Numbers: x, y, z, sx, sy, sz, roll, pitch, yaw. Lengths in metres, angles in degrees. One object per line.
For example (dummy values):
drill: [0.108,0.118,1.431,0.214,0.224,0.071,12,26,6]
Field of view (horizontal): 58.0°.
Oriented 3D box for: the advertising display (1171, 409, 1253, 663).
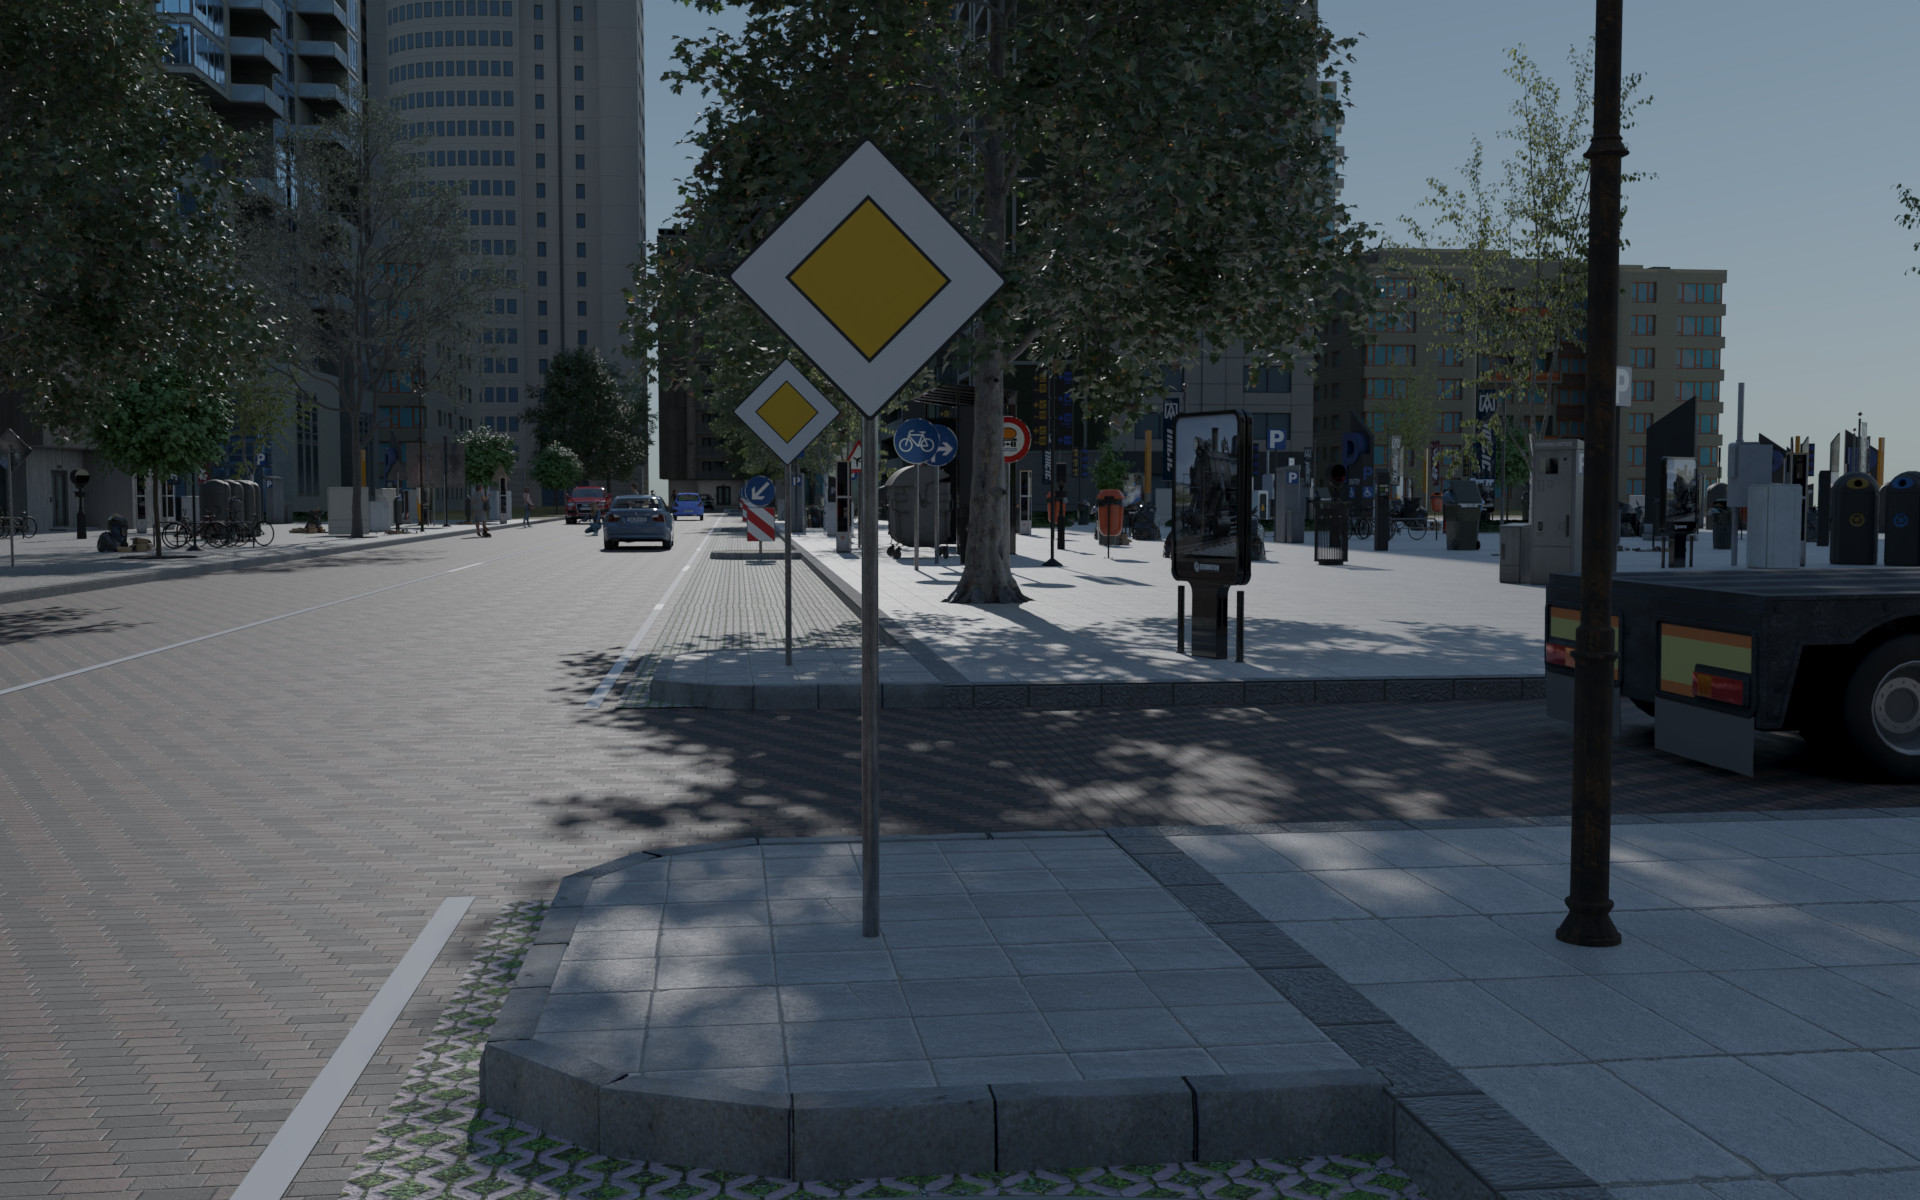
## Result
advertising display: [1.957,-0.509,13.542,0.123,1.923,0.974,-2,4,-24]

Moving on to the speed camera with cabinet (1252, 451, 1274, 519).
speed camera with cabinet: [13.899,-5.193,79.243,0.660,3.252,2.038,3,4,39]

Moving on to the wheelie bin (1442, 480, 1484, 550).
wheelie bin: [11.467,-1.940,39.632,0.980,1.594,0.693,-1,4,-12]

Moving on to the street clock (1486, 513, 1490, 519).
street clock: [22.944,-4.324,75.270,0.471,2.002,0.358,-2,4,-26]

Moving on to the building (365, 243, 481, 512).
building: [-53.948,-17.674,134.008,28.899,21.520,27.650,0,4,-7]

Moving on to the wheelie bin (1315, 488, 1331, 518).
wheelie bin: [17.532,-4.666,84.196,0.980,1.594,0.693,-1,4,-23]

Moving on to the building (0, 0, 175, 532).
building: [-36.852,-17.591,59.308,14.160,30.474,14.107,0,4,-7]

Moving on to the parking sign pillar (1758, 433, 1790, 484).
parking sign pillar: [35.479,-5.334,75.690,1.447,3.967,1.447,-3,5,-42]

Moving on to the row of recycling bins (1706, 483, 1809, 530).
row of recycling bins: [28.485,-3.354,61.953,3.534,1.692,1.069,0,4,-1]

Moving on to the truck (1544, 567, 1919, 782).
truck: [13.062,-1.260,10.354,18.799,4.110,2.967,0,4,-5]

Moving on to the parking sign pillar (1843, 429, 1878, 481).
parking sign pillar: [37.452,-5.105,71.937,1.447,3.967,1.447,1,4,11]

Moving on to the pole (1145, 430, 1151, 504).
pole: [6.020,-3.770,55.476,0.158,3.312,0.155,0,3,0]

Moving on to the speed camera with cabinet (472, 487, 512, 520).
speed camera with cabinet: [-23.131,-5.577,85.520,0.660,3.252,2.038,2,4,35]

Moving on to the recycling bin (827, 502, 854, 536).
recycling bin: [-3.646,-2.462,52.809,0.722,1.027,0.722,0,4,6]

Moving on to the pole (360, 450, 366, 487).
pole: [-27.388,-5.241,79.536,0.158,3.312,0.155,0,3,0]

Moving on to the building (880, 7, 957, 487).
building: [4.808,-31.798,143.600,21.300,48.544,21.600,0,4,-7]

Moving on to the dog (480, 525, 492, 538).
dog: [-15.608,-2.240,56.818,0.550,0.427,0.748,1,4,11]

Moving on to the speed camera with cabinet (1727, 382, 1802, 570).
speed camera with cabinet: [13.969,-2.187,30.086,0.660,3.252,2.038,0,4,5]

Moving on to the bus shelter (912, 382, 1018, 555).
bus shelter: [0.034,-2.954,39.576,1.731,3.624,6.357,0,4,-8]

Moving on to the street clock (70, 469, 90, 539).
street clock: [-25.079,-2.742,49.401,0.358,2.002,0.471,2,4,28]

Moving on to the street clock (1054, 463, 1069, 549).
street clock: [2.345,-2.175,40.133,0.358,2.002,0.471,0,4,4]

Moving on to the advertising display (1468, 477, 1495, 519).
advertising display: [19.448,-3.635,64.638,0.974,1.923,0.123,0,4,5]

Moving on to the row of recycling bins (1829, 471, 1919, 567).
row of recycling bins: [17.159,-1.432,30.533,1.069,1.692,3.534,-3,4,-37]

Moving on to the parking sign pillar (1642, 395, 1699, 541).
parking sign pillar: [19.614,-3.624,47.721,1.447,3.967,1.447,3,5,40]

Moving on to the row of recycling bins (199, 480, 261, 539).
row of recycling bins: [-21.310,-2.667,50.725,1.069,1.692,3.534,0,4,-5]

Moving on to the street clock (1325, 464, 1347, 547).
street clock: [9.056,-2.275,41.773,0.471,2.002,0.358,-2,4,-25]

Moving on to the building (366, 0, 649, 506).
building: [-48.343,-39.475,187.416,28.212,58.520,21.231,0,4,-7]

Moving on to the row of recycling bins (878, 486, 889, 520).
row of recycling bins: [-3.174,-4.909,87.372,1.069,1.692,3.534,2,4,25]

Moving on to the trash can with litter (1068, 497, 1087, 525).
trash can with litter: [4.842,-3.663,71.284,1.055,1.170,0.624,1,4,10]

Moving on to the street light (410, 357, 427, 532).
street light: [-18.261,-5.251,58.647,0.468,5.910,1.993,0,4,-7]

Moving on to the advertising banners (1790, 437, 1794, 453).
advertising banners: [25.579,-3.510,53.576,0.090,3.025,2.074,1,4,18]

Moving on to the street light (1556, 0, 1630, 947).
street light: [1.811,-1.959,4.810,0.468,5.910,1.993,0,4,-7]

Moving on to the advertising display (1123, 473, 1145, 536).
advertising display: [5.326,-2.930,53.116,0.123,1.923,0.974,-2,4,-29]

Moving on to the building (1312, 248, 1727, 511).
building: [42.926,-18.380,145.545,28.899,21.520,27.650,0,4,-7]

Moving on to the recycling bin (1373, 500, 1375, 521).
recycling bin: [18.546,-3.975,77.543,0.722,1.027,0.722,1,4,10]

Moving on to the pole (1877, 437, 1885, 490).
pole: [33.079,-4.184,62.253,0.158,3.312,0.155,0,3,0]

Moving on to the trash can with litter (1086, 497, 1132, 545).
trash can with litter: [3.801,-1.955,43.349,0.624,1.170,1.055,3,5,43]

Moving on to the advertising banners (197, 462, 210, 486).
advertising banners: [-24.827,-3.818,58.609,2.074,3.025,0.090,-1,4,-9]

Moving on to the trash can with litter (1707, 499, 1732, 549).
trash can with litter: [17.793,-1.776,40.425,0.624,1.170,1.055,2,4,27]

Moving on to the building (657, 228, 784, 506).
building: [-25.593,-25.445,187.732,14.107,30.474,14.160,0,4,-7]

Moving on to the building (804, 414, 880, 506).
building: [-4.098,-35.173,194.689,30.456,49.044,23.786,0,4,-7]

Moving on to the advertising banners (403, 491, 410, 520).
advertising banners: [-25.367,-5.085,79.329,0.090,3.025,2.074,0,4,-3]

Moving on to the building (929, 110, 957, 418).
building: [4.477,-21.656,125.771,14.160,30.474,14.107,0,4,-7]

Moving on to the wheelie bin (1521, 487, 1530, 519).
wheelie bin: [26.513,-4.440,80.494,0.980,1.594,0.693,3,5,40]

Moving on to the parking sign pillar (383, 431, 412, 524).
parking sign pillar: [-24.016,-5.196,73.419,1.447,3.967,1.447,-2,4,-33]

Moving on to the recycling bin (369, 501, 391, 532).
recycling bin: [-19.974,-2.864,59.373,0.722,1.027,0.722,-2,4,-34]

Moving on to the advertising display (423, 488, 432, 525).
advertising display: [-22.441,-4.120,72.577,0.974,1.923,0.123,3,5,41]

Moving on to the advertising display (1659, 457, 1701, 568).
advertising display: [12.515,-1.527,30.174,0.974,1.923,0.123,-2,4,-35]

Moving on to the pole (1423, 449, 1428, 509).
pole: [20.870,-5.129,77.703,0.158,3.312,0.155,0,3,0]

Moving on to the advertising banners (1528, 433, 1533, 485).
advertising banners: [17.102,-3.339,50.772,0.090,3.025,2.074,3,5,43]

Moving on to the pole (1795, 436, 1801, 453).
pole: [29.332,-4.090,60.722,0.158,3.312,0.155,0,3,0]

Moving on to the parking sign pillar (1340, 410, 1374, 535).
parking sign pillar: [12.556,-4.048,54.652,1.447,3.967,1.447,-1,4,-16]

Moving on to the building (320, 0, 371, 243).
building: [-73.367,-45.549,182.973,20.611,71.187,20.563,0,4,-7]

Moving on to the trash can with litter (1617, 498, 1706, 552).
trash can with litter: [15.383,-1.701,38.870,2.233,1.210,1.678,-1,4,-11]

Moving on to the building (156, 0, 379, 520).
building: [-45.972,-47.965,96.900,22.319,86.520,31.000,0,4,-7]

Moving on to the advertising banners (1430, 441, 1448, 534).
advertising banners: [15.845,-3.666,56.127,0.090,3.025,2.074,-1,4,-20]

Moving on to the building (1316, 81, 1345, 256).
building: [27.263,-35.428,198.858,30.456,49.044,23.786,0,4,-7]

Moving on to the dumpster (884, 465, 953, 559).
dumpster: [-0.825,-1.780,34.866,1.264,1.857,1.865,0,4,-7]

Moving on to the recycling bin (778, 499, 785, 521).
recycling bin: [-8.353,-4.370,84.009,0.722,1.027,0.722,2,4,34]

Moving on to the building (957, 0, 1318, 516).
building: [9.058,-40.937,107.566,20.563,71.187,20.611,0,4,-7]
